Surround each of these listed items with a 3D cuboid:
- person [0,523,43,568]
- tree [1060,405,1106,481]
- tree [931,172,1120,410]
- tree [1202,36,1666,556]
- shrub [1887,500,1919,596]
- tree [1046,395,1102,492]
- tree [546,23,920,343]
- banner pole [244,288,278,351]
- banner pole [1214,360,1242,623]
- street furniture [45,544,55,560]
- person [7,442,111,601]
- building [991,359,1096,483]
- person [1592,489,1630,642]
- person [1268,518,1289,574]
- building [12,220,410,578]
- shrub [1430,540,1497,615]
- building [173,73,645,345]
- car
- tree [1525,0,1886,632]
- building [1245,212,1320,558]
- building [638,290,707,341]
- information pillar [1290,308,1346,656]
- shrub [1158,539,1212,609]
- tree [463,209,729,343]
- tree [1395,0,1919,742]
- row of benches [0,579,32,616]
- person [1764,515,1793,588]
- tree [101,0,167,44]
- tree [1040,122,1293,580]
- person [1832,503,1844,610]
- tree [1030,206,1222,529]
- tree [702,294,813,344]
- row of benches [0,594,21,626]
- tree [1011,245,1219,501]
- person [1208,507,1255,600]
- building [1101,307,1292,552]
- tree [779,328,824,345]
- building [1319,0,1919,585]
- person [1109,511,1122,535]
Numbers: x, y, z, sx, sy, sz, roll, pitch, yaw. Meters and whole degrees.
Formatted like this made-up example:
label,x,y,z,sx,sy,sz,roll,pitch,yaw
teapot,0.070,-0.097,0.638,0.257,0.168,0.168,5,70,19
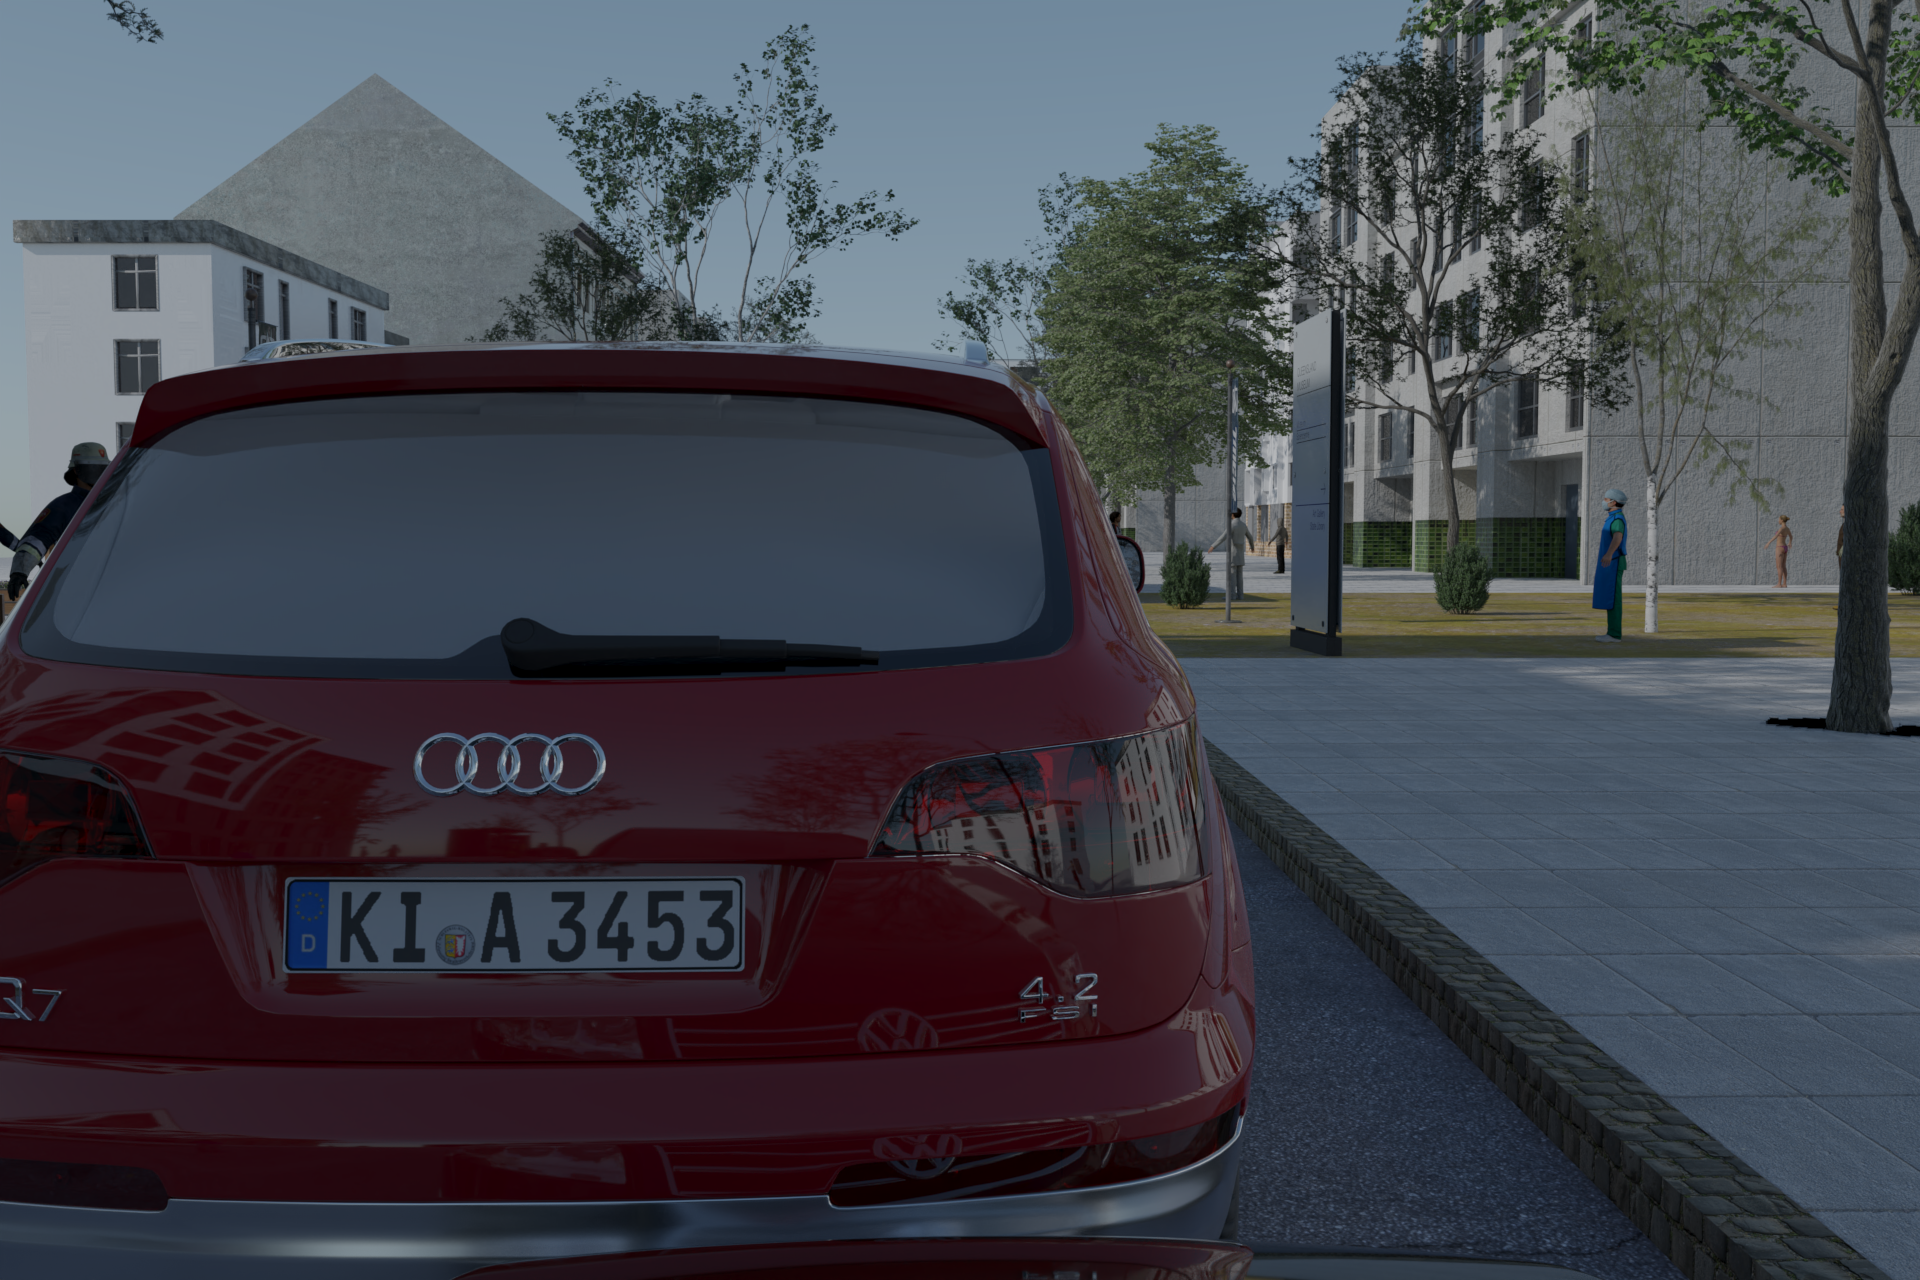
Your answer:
label,x,y,z,sx,sy,sz,roll,pitch,yaw
person,-10.251,-0.747,17.994,1.354,1.856,0.705,0,4,-7
tree,5.722,-8.212,84.630,4.360,8.622,3.978,0,3,0
tree,4.703,-14.535,93.528,12.611,20.169,13.585,0,3,0
tree,8.912,-5.930,31.372,8.767,10.594,7.601,-1,4,-19
shrub,20.025,-1.940,36.146,1.690,2.028,1.600,0,3,0
tree,5.377,-10.491,105.934,8.767,10.594,7.601,-1,4,-9
tree,-8.340,-12.742,64.219,12.611,20.169,13.585,0,3,0
banner pole,-7.216,-1.710,17.975,0.401,3.779,0.863,0,4,1
banner pole,3.887,-2.123,24.730,0.401,3.779,0.863,0,4,-1
street furniture,-13.056,-1.527,31.828,9.812,1.723,11.010,1,4,15
person,-5.323,-0.295,10.683,0.704,1.845,1.351,1,4,21
building,-0.026,-22.500,214.299,32.646,21.610,27.936,0,4,-5
person,7.743,-0.886,20.620,0.704,1.817,1.347,1,4,19
person,10.337,-3.050,55.999,0.705,1.813,1.348,2,4,35
building,-24.417,-7.236,60.463,9.099,9.664,28.070,0,3,0
shrub,8.028,-1.011,27.639,1.383,1.207,1.383,0,3,0
building,-27.978,-15.981,92.218,19.493,23.208,18.063,0,4,-1
car,-0.570,0.249,4.603,2.281,1.827,5.304,0,4,-1
tree,9.016,-4.420,22.622,4.360,8.622,3.978,0,3,0
building,22.188,-15.030,102.157,16.016,20.090,11.380,0,3,0
building,-29.013,-16.799,141.124,16.747,18.905,31.486,0,4,-1
information pillar,3.891,-1.686,18.883,0.184,3.620,1.656,0,4,-2
shrub,3.845,-1.131,29.613,1.383,1.207,1.383,0,3,0
tree,-9.702,-7.031,49.373,8.767,10.594,7.601,-1,4,-17
tree,6.058,-5.211,10.959,9.928,11.665,9.643,0,3,0
row of benches,-14.320,-0.518,23.935,4.104,0.672,1.422,1,4,11
person,19.566,-2.115,41.388,1.217,1.733,0.721,-3,4,-38
tree,-9.303,-6.169,11.232,12.009,13.543,11.850,0,3,0
tree,6.032,-7.942,47.973,7.486,12.596,7.792,0,3,0
person,14.948,-1.414,29.256,0.704,1.812,1.346,2,4,25
tree,5.751,-8.686,60.138,7.486,12.596,7.792,0,3,0
tree,-10.297,-10.866,88.033,12.009,13.543,11.850,0,3,0
row of benches,-10.688,-0.346,21.118,4.104,0.672,1.422,-1,4,-10
tree,5.974,-9.931,72.744,12.009,13.543,11.850,0,3,0
person,5.360,-1.691,33.840,1.347,1.806,0.705,-3,5,-42
building,21.046,-16.761,140.503,16.747,18.905,31.486,0,4,0
tree,-9.778,-11.704,101.732,12.009,13.543,11.850,0,3,0
building,23.858,-11.747,58.516,16.747,18.905,31.486,0,4,0
person,3.749,-2.155,41.379,0.704,1.843,1.345,1,4,21
